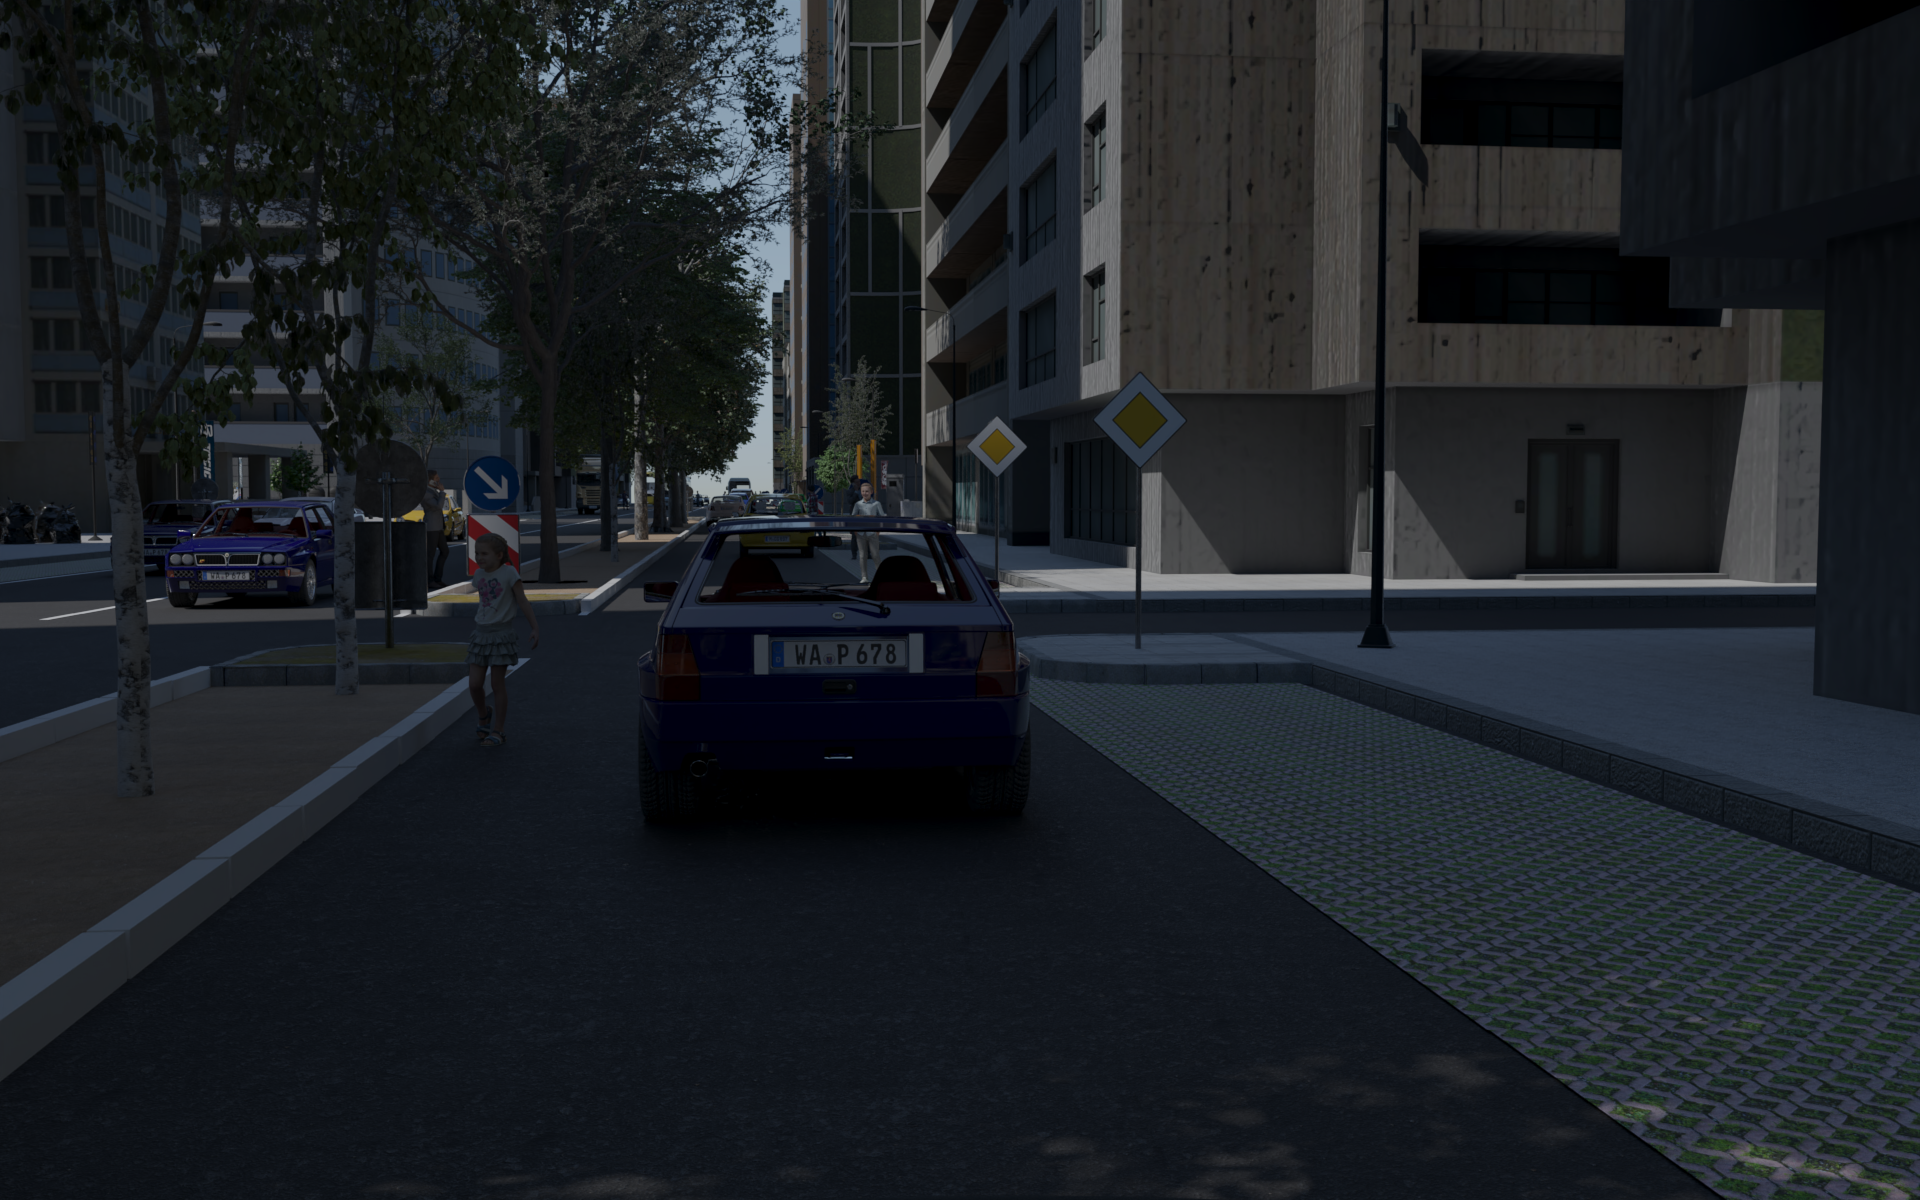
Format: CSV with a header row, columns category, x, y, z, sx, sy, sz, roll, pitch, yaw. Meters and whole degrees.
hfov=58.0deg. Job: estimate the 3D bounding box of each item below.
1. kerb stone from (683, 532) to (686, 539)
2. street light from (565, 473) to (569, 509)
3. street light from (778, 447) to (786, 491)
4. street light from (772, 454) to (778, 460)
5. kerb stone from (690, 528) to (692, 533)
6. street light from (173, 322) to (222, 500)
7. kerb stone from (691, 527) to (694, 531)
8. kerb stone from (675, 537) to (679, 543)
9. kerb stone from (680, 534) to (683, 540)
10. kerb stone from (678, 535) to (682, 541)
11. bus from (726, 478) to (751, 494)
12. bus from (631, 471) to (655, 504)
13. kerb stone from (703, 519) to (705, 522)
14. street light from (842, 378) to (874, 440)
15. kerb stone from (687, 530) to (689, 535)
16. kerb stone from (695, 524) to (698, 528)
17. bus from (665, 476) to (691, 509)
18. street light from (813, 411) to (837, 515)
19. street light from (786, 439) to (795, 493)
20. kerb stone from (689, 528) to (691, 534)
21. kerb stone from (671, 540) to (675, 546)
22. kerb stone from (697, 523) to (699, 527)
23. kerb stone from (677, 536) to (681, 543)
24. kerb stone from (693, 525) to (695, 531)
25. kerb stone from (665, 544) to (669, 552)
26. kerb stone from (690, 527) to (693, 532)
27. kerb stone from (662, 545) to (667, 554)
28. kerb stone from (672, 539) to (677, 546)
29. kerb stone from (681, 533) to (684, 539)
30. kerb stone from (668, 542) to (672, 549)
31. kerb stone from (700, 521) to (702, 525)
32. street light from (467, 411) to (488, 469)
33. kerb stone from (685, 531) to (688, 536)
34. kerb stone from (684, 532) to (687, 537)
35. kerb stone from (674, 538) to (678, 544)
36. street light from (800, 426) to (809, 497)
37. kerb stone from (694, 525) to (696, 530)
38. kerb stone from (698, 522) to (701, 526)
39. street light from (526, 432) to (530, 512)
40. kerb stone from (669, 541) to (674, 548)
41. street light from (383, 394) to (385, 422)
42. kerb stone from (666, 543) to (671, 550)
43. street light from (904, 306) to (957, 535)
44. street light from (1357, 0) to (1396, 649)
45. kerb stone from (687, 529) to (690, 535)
category,x,y,z,sx,sy,sz,roll,pitch,yaw
kerb stone,-8.700,-1.940,53.917,0.120,0.150,1.000,0,4,-7
street light,-33.836,-10.926,151.186,1.470,5.913,1.316,0,4,-7
street light,-17.110,-12.238,172.634,1.470,5.913,1.316,0,4,-7
street light,-20.743,-13.985,201.201,1.470,5.913,1.316,0,4,-7
kerb stone,-9.603,-2.375,61.049,0.120,0.150,1.000,0,4,-7
street light,-20.565,-4.538,46.736,1.470,5.913,1.316,0,4,-7
kerb stone,-9.864,-2.501,63.081,0.120,0.150,1.000,0,4,-7
kerb stone,-8.063,-1.627,48.842,0.120,0.150,1.000,0,4,-7
kerb stone,-8.439,-1.814,51.890,0.120,0.150,1.000,0,4,-7
kerb stone,-8.313,-1.750,50.872,0.120,0.150,1.000,0,4,-7
bus,-25.611,-12.582,200.572,2.948,3.499,13.247,0,4,-8
bus,-33.830,-12.048,188.526,2.896,3.916,12.252,0,4,-6
kerb stone,-12.183,-3.620,81.374,0.120,0.150,1.000,0,4,-7
street light,-4.030,-5.933,69.549,1.470,5.913,1.316,0,4,-7
kerb stone,-9.220,-2.190,58.003,0.120,0.150,1.000,0,4,-7
kerb stone,-10.502,-2.811,68.172,0.120,0.150,1.000,0,4,-7
bus,-27.063,-10.384,164.642,2.948,3.499,13.247,0,4,-7
street light,-7.510,-7.587,96.588,1.470,5.913,1.316,0,4,-7
street light,-13.672,-10.587,145.631,1.470,5.913,1.316,0,4,-7
kerb stone,-9.471,-2.314,60.036,0.120,0.150,1.000,0,4,-7
kerb stone,-7.672,-1.443,45.789,0.120,0.150,1.000,0,4,-7
kerb stone,-10.769,-2.936,70.206,0.120,0.150,1.000,0,4,-7
kerb stone,-8.190,-1.692,49.856,0.120,0.150,1.000,0,4,-7
kerb stone,-10.117,-2.624,65.116,0.120,0.150,1.000,0,4,-7
kerb stone,-7.154,-1.194,41.721,0.120,0.150,1.000,0,4,-7
kerb stone,-9.737,-2.437,62.067,0.120,0.150,1.000,0,4,-7
kerb stone,-7.021,-1.132,40.696,0.120,0.150,1.000,0,4,-7
kerb stone,-7.798,-1.504,46.803,0.120,0.150,1.000,0,4,-7
kerb stone,-8.572,-1.878,52.903,0.120,0.150,1.000,0,4,-7
kerb stone,-7.410,-1.318,43.752,0.120,0.150,1.000,0,4,-7
kerb stone,-11.407,-3.246,75.278,0.120,0.150,1.000,0,4,-7
street light,-26.858,-7.582,96.506,1.470,5.913,1.316,0,4,-7
kerb stone,-8.955,-2.066,55.967,0.120,0.150,1.000,0,4,-7
kerb stone,-8.832,-2.003,54.945,0.120,0.150,1.000,0,4,-7
kerb stone,-7.928,-1.567,47.824,0.120,0.150,1.000,0,4,-7
street light,-10.282,-8.966,119.137,1.470,5.913,1.316,0,4,-7
kerb stone,-10.248,-2.687,66.133,0.120,0.150,1.000,0,4,-7
kerb stone,-11.151,-3.119,73.250,0.120,0.150,1.000,0,4,-7
street light,-30.355,-9.248,123.751,1.470,5.913,1.316,0,4,-7
kerb stone,-7.538,-1.381,44.769,0.120,0.150,1.000,0,4,-7
street light,-24.044,-6.208,74.034,1.470,5.913,1.316,0,4,-7
kerb stone,-7.285,-1.252,42.738,0.120,0.150,1.000,0,4,-7
street light,-0.682,-4.312,43.049,1.470,5.913,1.316,0,4,-7
street light,2.958,-2.554,14.293,1.470,5.913,1.316,0,4,-7
kerb stone,-9.346,-2.247,59.021,0.120,0.150,1.000,0,4,-7
